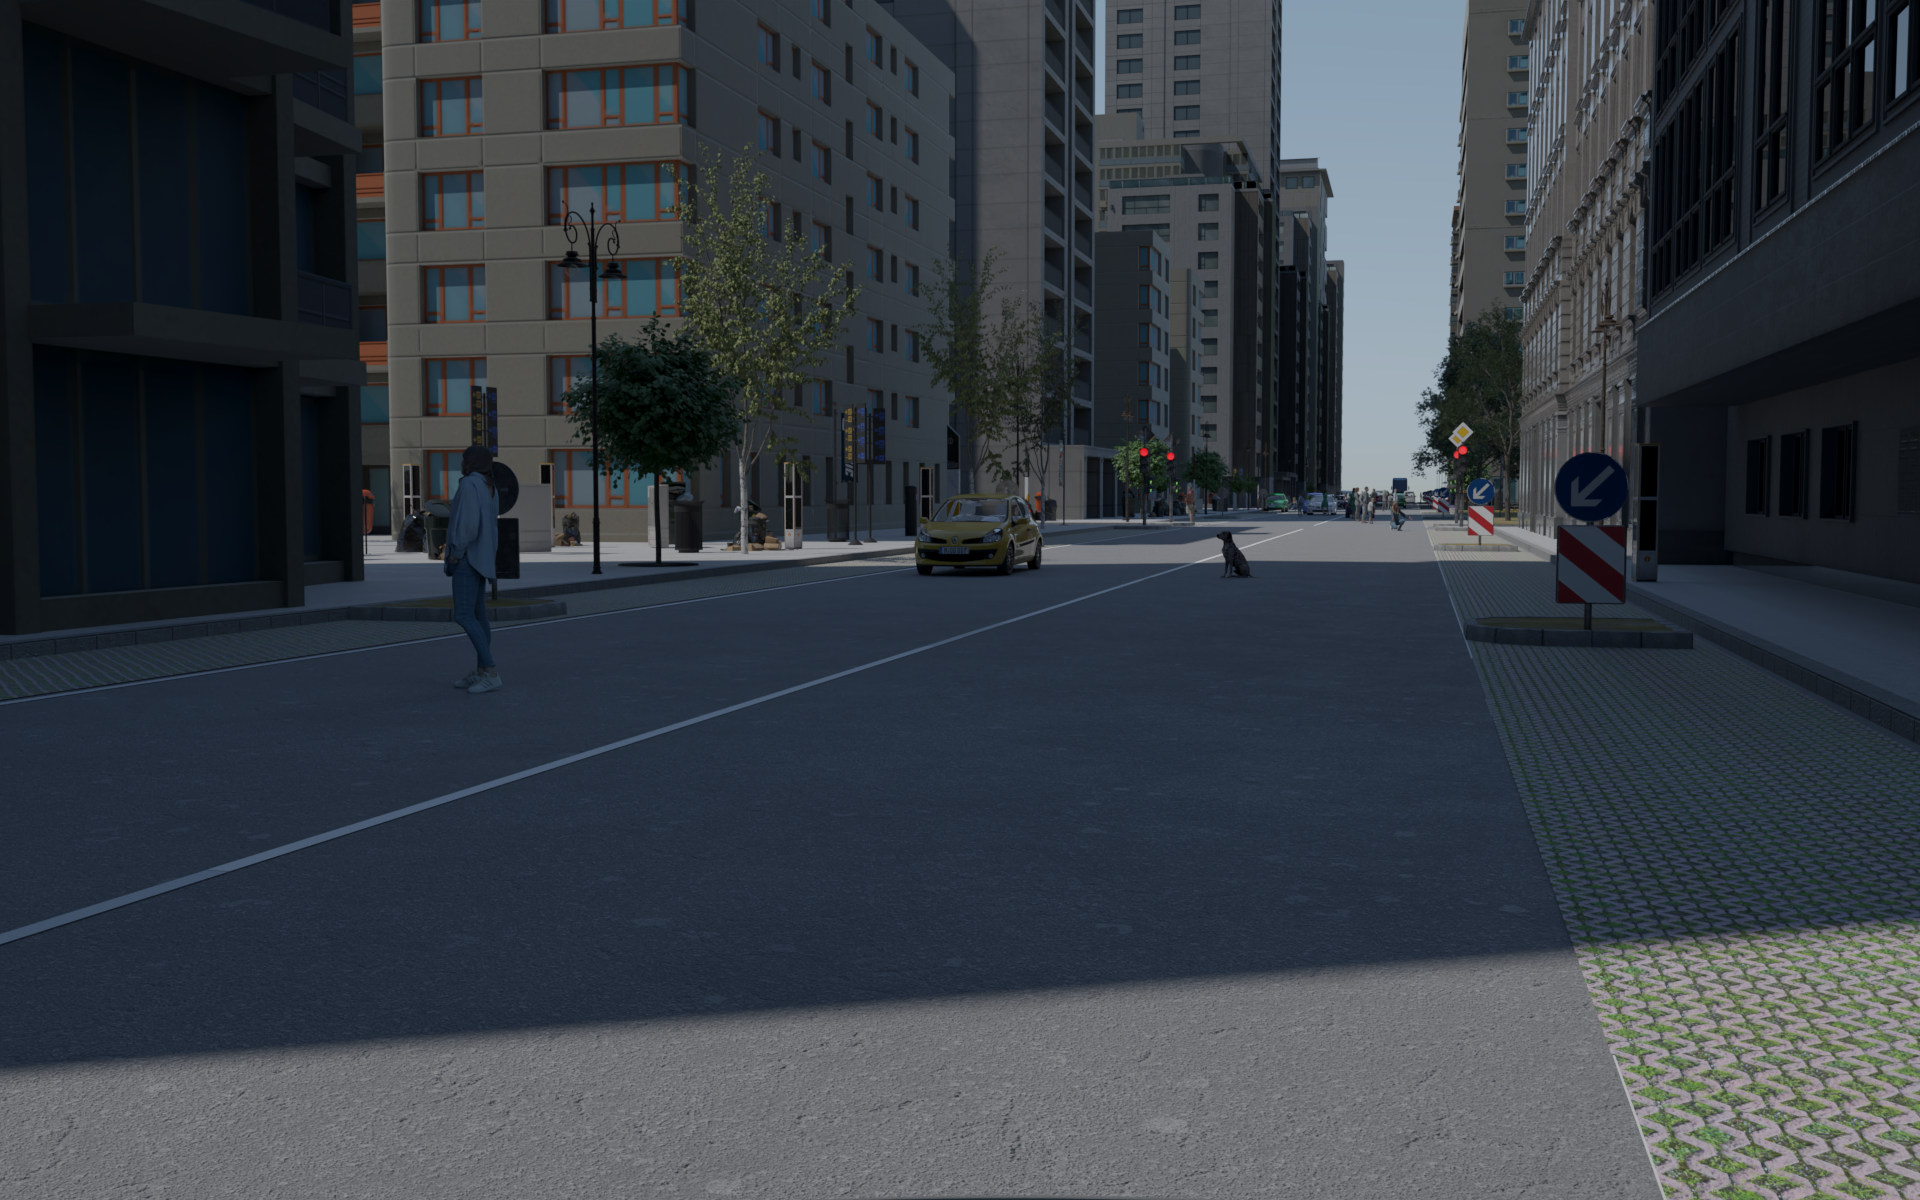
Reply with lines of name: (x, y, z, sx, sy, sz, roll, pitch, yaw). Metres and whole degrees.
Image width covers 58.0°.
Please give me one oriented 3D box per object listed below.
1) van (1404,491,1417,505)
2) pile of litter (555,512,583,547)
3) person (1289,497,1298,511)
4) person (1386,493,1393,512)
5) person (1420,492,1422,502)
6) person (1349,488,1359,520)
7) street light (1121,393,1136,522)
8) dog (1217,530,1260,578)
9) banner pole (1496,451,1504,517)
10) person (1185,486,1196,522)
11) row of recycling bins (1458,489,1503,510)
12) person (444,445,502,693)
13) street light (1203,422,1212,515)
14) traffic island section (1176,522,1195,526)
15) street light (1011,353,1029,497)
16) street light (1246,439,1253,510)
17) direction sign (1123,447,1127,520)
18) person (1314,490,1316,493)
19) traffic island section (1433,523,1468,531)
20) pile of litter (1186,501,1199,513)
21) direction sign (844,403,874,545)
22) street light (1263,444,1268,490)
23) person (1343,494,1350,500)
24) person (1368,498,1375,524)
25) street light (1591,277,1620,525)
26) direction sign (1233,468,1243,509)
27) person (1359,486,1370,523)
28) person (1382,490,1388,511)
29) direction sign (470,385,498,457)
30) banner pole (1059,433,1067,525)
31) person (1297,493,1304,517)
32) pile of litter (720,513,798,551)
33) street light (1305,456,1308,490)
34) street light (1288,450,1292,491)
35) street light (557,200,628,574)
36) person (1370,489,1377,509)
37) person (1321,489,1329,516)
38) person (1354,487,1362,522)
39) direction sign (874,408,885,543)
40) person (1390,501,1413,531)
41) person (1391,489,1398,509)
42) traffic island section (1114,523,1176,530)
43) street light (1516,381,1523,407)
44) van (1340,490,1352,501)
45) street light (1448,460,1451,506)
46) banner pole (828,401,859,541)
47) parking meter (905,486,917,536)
van: (60.851, -13.927, 234.713, 2.013, 2.044, 4.112, 1, 4, 13)
pile of litter: (-9.881, -1.768, 42.866, 1.176, 0.858, 1.719, 0, 4, 1)
person: (28.401, -8.137, 147.031, 0.738, 1.151, 1.012, -2, 4, -30)
person: (35.304, -8.023, 142.270, 0.503, 1.515, 0.523, -3, 5, -39)
person: (75.687, -16.814, 284.084, 0.721, 1.739, 1.217, -1, 4, -9)
person: (22.100, -5.406, 97.141, 0.600, 1.795, 0.529, 1, 4, 10)
street light: (7.686, -6.513, 79.278, 0.468, 5.910, 1.993, 1, 4, 15)
dog: (4.831, -0.786, 29.688, 0.800, 0.831, 0.513, 1, 4, 18)
banner pole: (30.527, -6.581, 97.613, 0.401, 3.779, 0.863, 0, 4, 4)
person: (10.798, -4.444, 81.139, 0.573, 1.828, 0.580, -1, 4, -10)
row of recycling bins: (41.067, -7.926, 136.695, 3.534, 1.692, 1.069, 2, 4, 26)
person: (-3.557, -0.243, 12.744, 0.793, 1.790, 0.793, -2, 4, -33)
street light: (15.400, -8.277, 108.124, 0.468, 5.910, 1.993, 1, 4, 15)
traffic island section: (9.548, -3.442, 78.552, 2.009, 0.180, 2.903, 1, 4, 15)
street light: (1.902, -5.147, 56.948, 0.468, 5.910, 1.993, 1, 4, 15)
street light: (22.847, -10.049, 137.088, 0.468, 5.910, 1.993, 1, 4, 15)
direction sign: (8.092, -5.643, 84.263, 0.379, 3.537, 0.876, 0, 4, 1)
person: (29.589, -8.318, 144.692, 0.606, 1.804, 0.583, -1, 4, -20)
traffic island section: (21.632, -3.248, 75.392, 2.009, 0.180, 2.903, 1, 4, 15)
pile of litter: (15.723, -6.464, 119.652, 1.176, 0.858, 1.719, -3, 4, -38)
direction sign: (-2.631, -3.151, 43.513, 0.379, 3.537, 0.876, -3, 5, -39)
street light: (27.041, -11.037, 153.237, 0.468, 5.910, 1.993, 1, 4, 15)
person: (34.338, -8.671, 153.455, 0.628, 1.438, 0.799, 2, 4, 26)
person: (19.783, -4.291, 83.337, 0.352, 1.250, 0.332, 2, 4, 27)
street light: (13.793, -3.935, 37.127, 0.468, 5.910, 1.993, 1, 4, 15)
direction sign: (23.932, -9.617, 149.229, 0.876, 3.537, 0.379, 2, 4, 27)
person: (19.975, -4.698, 85.407, 0.391, 1.810, 0.635, 3, 5, 44)
person: (35.431, -8.292, 144.262, 0.526, 1.800, 0.537, 1, 4, 10)
direction sign: (-10.004, -2.721, 36.491, 0.379, 3.537, 0.876, 1, 4, 20)
banner pole: (4.186, -4.949, 70.925, 0.401, 3.779, 0.863, 1, 4, 23)
person: (20.879, -5.828, 106.387, 0.523, 1.515, 0.503, 1, 4, 10)
pile of litter: (-4.557, -1.557, 39.425, 1.719, 0.858, 1.176, 0, 4, 6)
street light: (42.227, -14.582, 211.197, 0.468, 5.910, 1.993, 1, 4, 15)
street light: (34.645, -12.810, 182.234, 0.468, 5.910, 1.993, 1, 4, 15)
street light: (-5.824, -3.353, 27.603, 0.468, 5.910, 1.993, 1, 4, 15)
person: (30.981, -7.451, 130.123, 0.655, 1.846, 0.447, -2, 4, -34)
person: (24.147, -6.467, 114.485, 0.529, 1.795, 0.600, 2, 4, 25)
person: (20.769, -4.970, 90.034, 0.573, 1.790, 0.520, 0, 4, -4)
direction sign: (-2.368, -3.278, 45.589, 0.876, 3.537, 0.379, -2, 4, -27)
person: (17.118, -3.268, 67.435, 1.012, 1.151, 0.738, -1, 4, -14)
person: (36.420, -8.361, 145.084, 0.818, 1.842, 0.514, 0, 4, -2)
traffic island section: (7.524, -2.969, 70.827, 2.009, 0.180, 2.903, 1, 4, 15)
street light: (21.518, -5.716, 66.239, 0.468, 5.910, 1.993, 1, 4, 15)
van: (41.700, -10.988, 186.668, 2.013, 2.044, 4.112, 1, 4, 15)
street light: (54.297, -13.421, 192.226, 0.468, 5.910, 1.993, 1, 4, 15)
banner pole: (-3.148, -3.476, 46.853, 0.863, 3.779, 0.401, 1, 4, 10)
parking meter: (-1.497, -2.719, 52.867, 0.372, 1.533, 0.369, 0, 3, 0)
